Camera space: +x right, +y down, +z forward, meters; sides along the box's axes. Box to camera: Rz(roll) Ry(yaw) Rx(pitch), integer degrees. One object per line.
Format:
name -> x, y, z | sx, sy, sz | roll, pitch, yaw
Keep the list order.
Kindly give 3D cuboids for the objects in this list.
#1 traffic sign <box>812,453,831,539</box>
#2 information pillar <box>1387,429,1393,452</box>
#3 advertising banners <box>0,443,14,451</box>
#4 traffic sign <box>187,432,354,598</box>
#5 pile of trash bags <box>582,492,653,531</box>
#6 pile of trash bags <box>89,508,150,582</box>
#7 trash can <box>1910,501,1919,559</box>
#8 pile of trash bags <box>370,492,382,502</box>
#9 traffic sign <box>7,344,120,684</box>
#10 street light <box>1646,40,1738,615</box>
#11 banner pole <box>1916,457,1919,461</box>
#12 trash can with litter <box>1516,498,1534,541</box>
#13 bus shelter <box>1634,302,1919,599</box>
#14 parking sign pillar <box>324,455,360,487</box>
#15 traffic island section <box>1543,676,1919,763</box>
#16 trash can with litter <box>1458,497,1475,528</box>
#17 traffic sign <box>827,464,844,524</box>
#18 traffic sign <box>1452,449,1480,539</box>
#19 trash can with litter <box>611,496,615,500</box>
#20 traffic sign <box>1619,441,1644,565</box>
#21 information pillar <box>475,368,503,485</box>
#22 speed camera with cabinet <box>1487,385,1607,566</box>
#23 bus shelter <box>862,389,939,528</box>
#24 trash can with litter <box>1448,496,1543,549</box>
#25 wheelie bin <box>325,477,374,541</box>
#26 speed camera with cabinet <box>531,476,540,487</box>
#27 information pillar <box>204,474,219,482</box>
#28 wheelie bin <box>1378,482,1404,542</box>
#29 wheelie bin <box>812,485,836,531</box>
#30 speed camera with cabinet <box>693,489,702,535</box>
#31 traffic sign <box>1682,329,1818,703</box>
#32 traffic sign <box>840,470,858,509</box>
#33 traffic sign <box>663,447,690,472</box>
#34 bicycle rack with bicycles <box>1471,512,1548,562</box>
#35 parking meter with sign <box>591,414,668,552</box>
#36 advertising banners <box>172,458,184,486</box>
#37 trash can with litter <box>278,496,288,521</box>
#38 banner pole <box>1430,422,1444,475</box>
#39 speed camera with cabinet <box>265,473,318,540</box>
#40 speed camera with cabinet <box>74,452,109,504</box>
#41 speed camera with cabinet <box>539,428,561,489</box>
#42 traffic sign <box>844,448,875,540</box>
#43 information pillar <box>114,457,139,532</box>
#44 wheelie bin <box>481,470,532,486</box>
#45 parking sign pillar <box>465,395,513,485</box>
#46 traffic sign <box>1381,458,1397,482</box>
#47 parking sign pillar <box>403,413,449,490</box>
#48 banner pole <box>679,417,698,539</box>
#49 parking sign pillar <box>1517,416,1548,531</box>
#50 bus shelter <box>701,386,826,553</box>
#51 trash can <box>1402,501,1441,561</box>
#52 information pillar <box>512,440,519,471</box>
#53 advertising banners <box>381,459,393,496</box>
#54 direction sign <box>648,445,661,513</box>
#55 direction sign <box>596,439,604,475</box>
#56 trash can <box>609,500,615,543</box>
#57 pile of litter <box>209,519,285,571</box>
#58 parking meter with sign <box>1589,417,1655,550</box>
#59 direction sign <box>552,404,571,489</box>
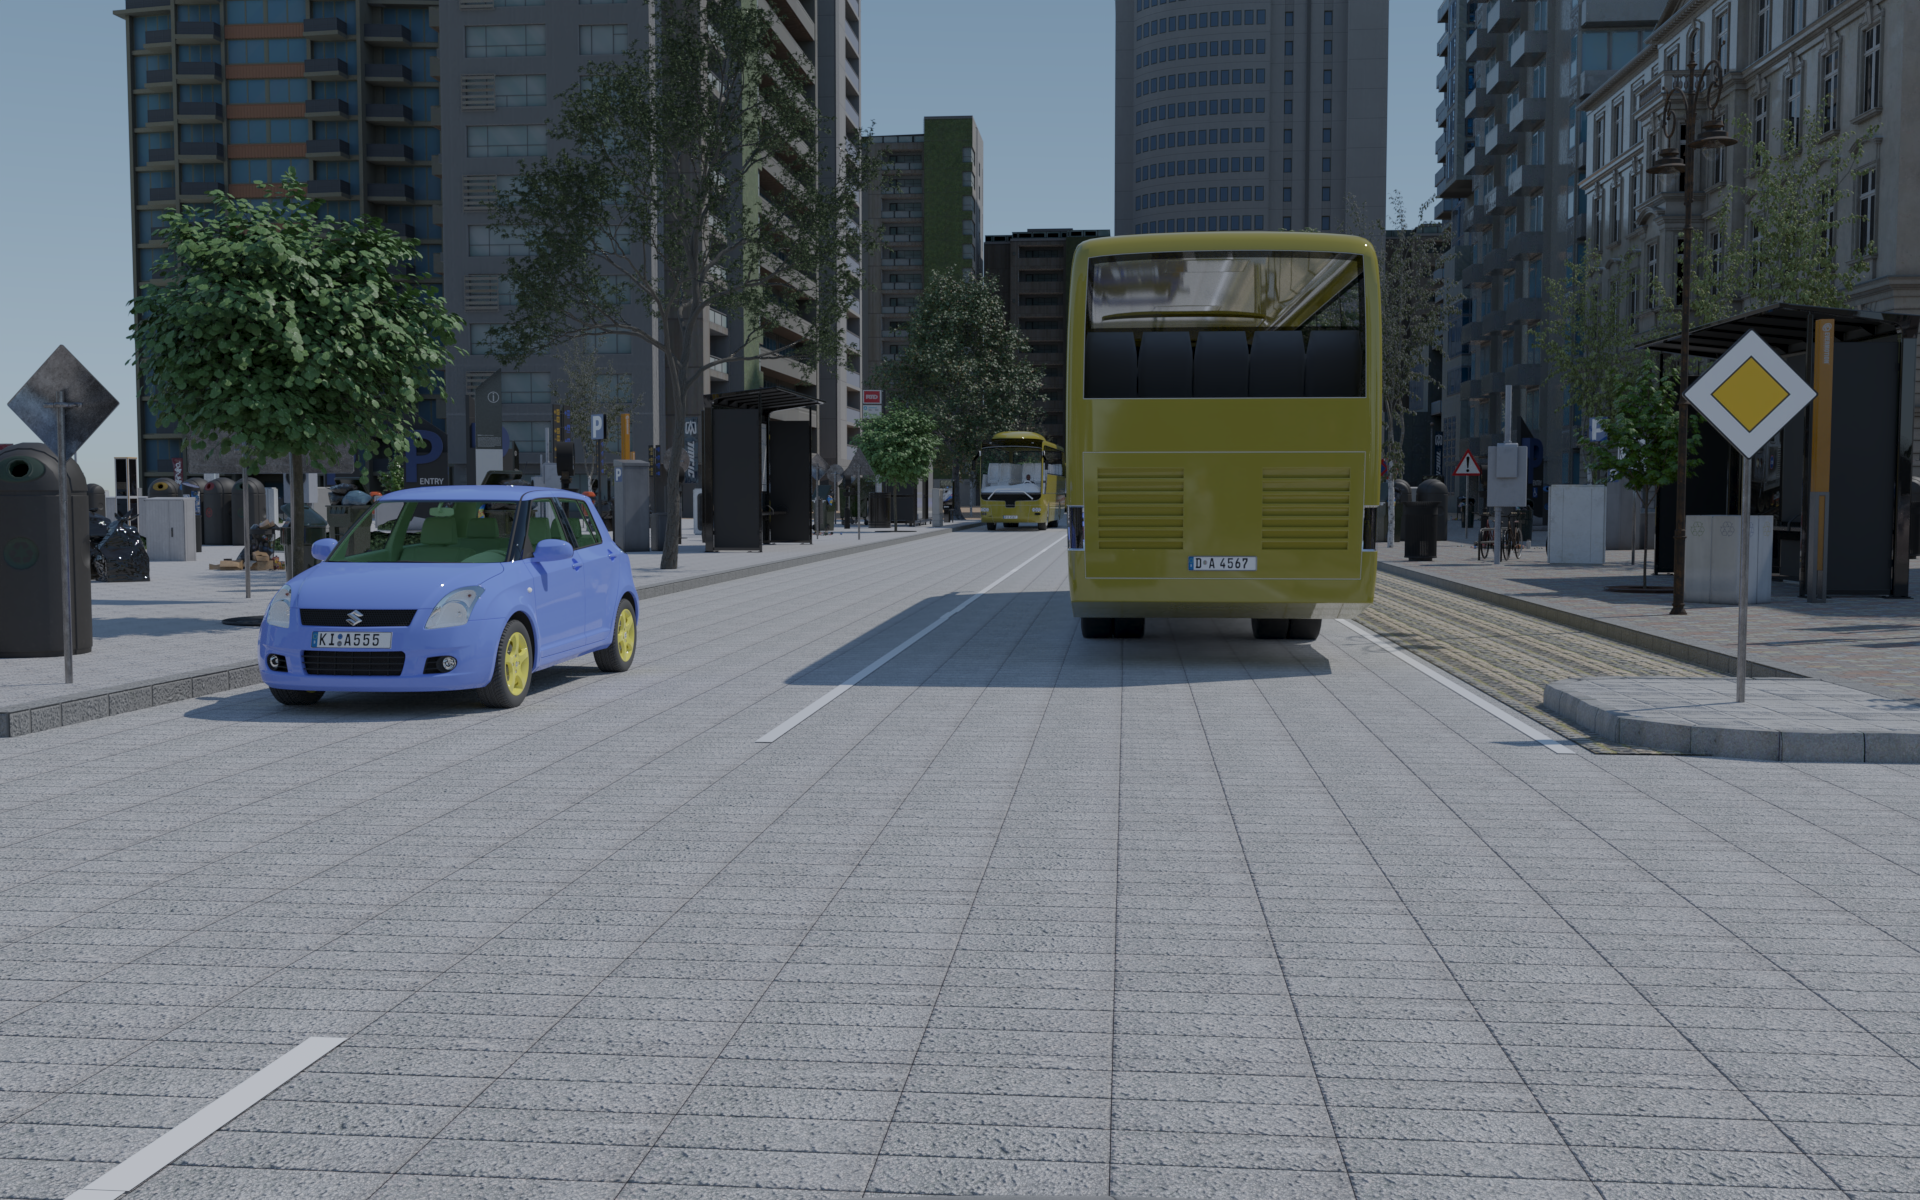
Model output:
traffic sign -> -4.045, -2.932, 49.119 | 0.795, 2.450, 0.064 | 1, 4, 14
information pillar -> 15.071, -4.246, 60.777 | 0.183, 3.616, 0.504 | 0, 3, 0
advertising banners -> -32.087, -3.886, 59.727 | 2.074, 3.025, 0.090 | 0, 4, 1
traffic sign -> -8.462, -1.671, 21.194 | 2.265, 3.308, 0.079 | 1, 4, 12
pile of trash bags -> -13.022, -3.384, 65.080 | 3.447, 1.369, 1.912 | 3, 4, 36
pile of trash bags -> -13.667, -0.932, 24.990 | 3.447, 1.369, 1.912 | -3, 4, -38
trash can -> 18.724, -1.387, 34.332 | 0.748, 1.137, 0.748 | 0, 3, 0
pile of trash bags -> -23.201, -3.875, 73.115 | 3.447, 1.369, 1.912 | -2, 4, -24
traffic sign -> -6.034, -0.491, 11.673 | 0.795, 2.450, 0.064 | 0, 4, 5
street light -> 7.656, -2.783, 18.284 | 0.468, 5.910, 1.993 | 0, 4, 5
banner pole -> 9.132, -1.575, 15.776 | 0.863, 3.779, 0.401 | 0, 4, -3
trash can with litter -> 15.408, -2.208, 47.487 | 0.624, 1.170, 1.055 | 1, 4, 19
bus shelter -> 11.192, -2.018, 24.280 | 1.731, 3.624, 6.357 | 0, 4, 6
parking sign pillar -> -24.224, -4.855, 67.856 | 1.447, 3.967, 1.447 | -2, 4, -27
traffic island section -> 4.832, 0.709, 10.687 | 2.009, 0.180, 2.903 | 0, 4, 5
trash can with litter -> 19.233, -3.329, 65.810 | 0.624, 1.170, 1.055 | 1, 4, 13
traffic sign -> -5.323, -4.518, 73.972 | 0.768, 2.556, 0.104 | 0, 4, 7
traffic sign -> 14.603, -3.050, 49.869 | 0.884, 2.594, 0.081 | 0, 4, 7
trash can with litter -> -17.123, -4.708, 88.035 | 2.233, 1.210, 1.678 | 0, 4, 2
traffic sign -> 12.204, -1.786, 31.339 | 0.606, 2.300, 0.079 | 1, 4, 12
information pillar -> -8.686, -2.487, 32.021 | 0.504, 3.616, 0.183 | -1, 4, -21
speed camera with cabinet -> 10.670, -2.272, 31.479 | 2.038, 3.252, 0.660 | 1, 4, 19
bus shelter -> -2.406, -5.592, 69.059 | 2.179, 5.291, 8.768 | 0, 4, 6
trash can with litter -> 12.800, -1.842, 41.169 | 1.678, 1.210, 2.233 | -2, 4, -25
wheelie bin -> -11.460, -1.508, 32.557 | 0.980, 1.594, 0.693 | 1, 4, 23
speed camera with cabinet -> -21.460, -5.692, 87.405 | 0.660, 3.252, 2.038 | -2, 4, -27
information pillar -> -25.808, -4.179, 59.686 | 0.504, 3.616, 0.183 | -1, 4, -19
wheelie bin -> 11.400, -2.342, 46.203 | 0.693, 1.594, 0.980 | -2, 4, -24
wheelie bin -> -4.764, -3.214, 60.459 | 0.980, 1.594, 0.693 | 2, 4, 32
speed camera with cabinet -> -7.358, -3.687, 54.620 | 2.038, 3.252, 0.660 | 0, 4, 3
traffic sign -> 4.808, -0.426, 10.612 | 0.795, 2.450, 0.064 | 0, 4, 5
traffic sign -> -4.478, -4.222, 70.209 | 0.795, 2.450, 0.064 | 1, 4, 9
traffic sign -> -7.569, -2.817, 46.159 | 0.768, 2.556, 0.104 | 1, 4, 13
bicycle rack with bicycles -> 11.048, -1.234, 33.560 | 2.852, 0.926, 2.925 | 3, 4, 37
parking meter with sign -> -7.259, -2.579, 38.433 | 1.738, 3.016, 0.543 | -3, 5, -41
advertising banners -> -36.755, -5.321, 83.184 | 2.074, 3.025, 0.090 | 0, 4, -5
trash can with litter -> -32.900, -4.375, 82.589 | 2.233, 1.210, 1.678 | 0, 4, -5
banner pole -> 16.639, -4.318, 60.617 | 0.863, 3.779, 0.401 | -3, 4, -36
speed camera with cabinet -> -17.739, -3.087, 44.808 | 2.038, 3.252, 0.660 | 0, 4, 3
speed camera with cabinet -> -35.323, -4.623, 69.930 | 0.660, 3.252, 2.038 | 1, 4, 15
speed camera with cabinet -> -11.937, -3.472, 51.101 | 0.660, 3.252, 2.038 | -1, 4, -16
traffic sign -> -2.834, -2.971, 48.575 | 0.884, 2.594, 0.081 | 1, 4, 12
information pillar -> -16.608, -1.837, 34.533 | 0.304, 2.012, 0.304 | 1, 4, 10
wheelie bin -> -6.076, -0.938, 23.250 | 0.693, 1.594, 0.980 | 2, 4, 29
parking sign pillar -> -12.901, -3.612, 47.535 | 1.447, 3.967, 1.447 | 2, 4, 33
traffic sign -> 14.909, -3.690, 60.437 | 0.768, 2.556, 0.104 | 1, 4, 11
parking sign pillar -> -16.227, -3.924, 52.637 | 1.447, 3.967, 1.447 | -1, 4, -16
banner pole -> -7.828, -3.644, 49.599 | 0.863, 3.779, 0.401 | 2, 4, 25
parking sign pillar -> 19.852, -4.395, 60.333 | 1.447, 3.967, 1.447 | 3, 5, 43
bus shelter -> -4.549, -3.040, 40.988 | 1.731, 3.624, 6.357 | 0, 4, 6
trash can -> 8.835, -1.318, 33.202 | 0.748, 1.137, 0.748 | 0, 3, 0
information pillar -> -19.425, -5.163, 75.775 | 0.183, 3.616, 0.504 | 1, 4, 10
advertising banners -> -28.705, -5.553, 86.987 | 0.090, 3.025, 2.074 | 0, 4, 4
direction sign -> -14.090, -5.380, 79.966 | 0.876, 3.537, 0.379 | 3, 5, 43
direction sign -> -14.819, -4.854, 71.353 | 0.379, 3.537, 0.876 | 0, 4, 5
trash can -> -8.013, -1.823, 41.458 | 0.748, 1.137, 0.748 | 0, 3, 0
pile of litter -> -11.981, -0.940, 29.332 | 1.719, 0.858, 1.176 | 3, 5, 42
parking meter with sign -> 15.238, -2.655, 39.675 | 1.738, 3.016, 0.543 | -2, 4, -26
direction sign -> -10.118, -3.185, 44.073 | 0.379, 3.537, 0.876 | 1, 4, 16
